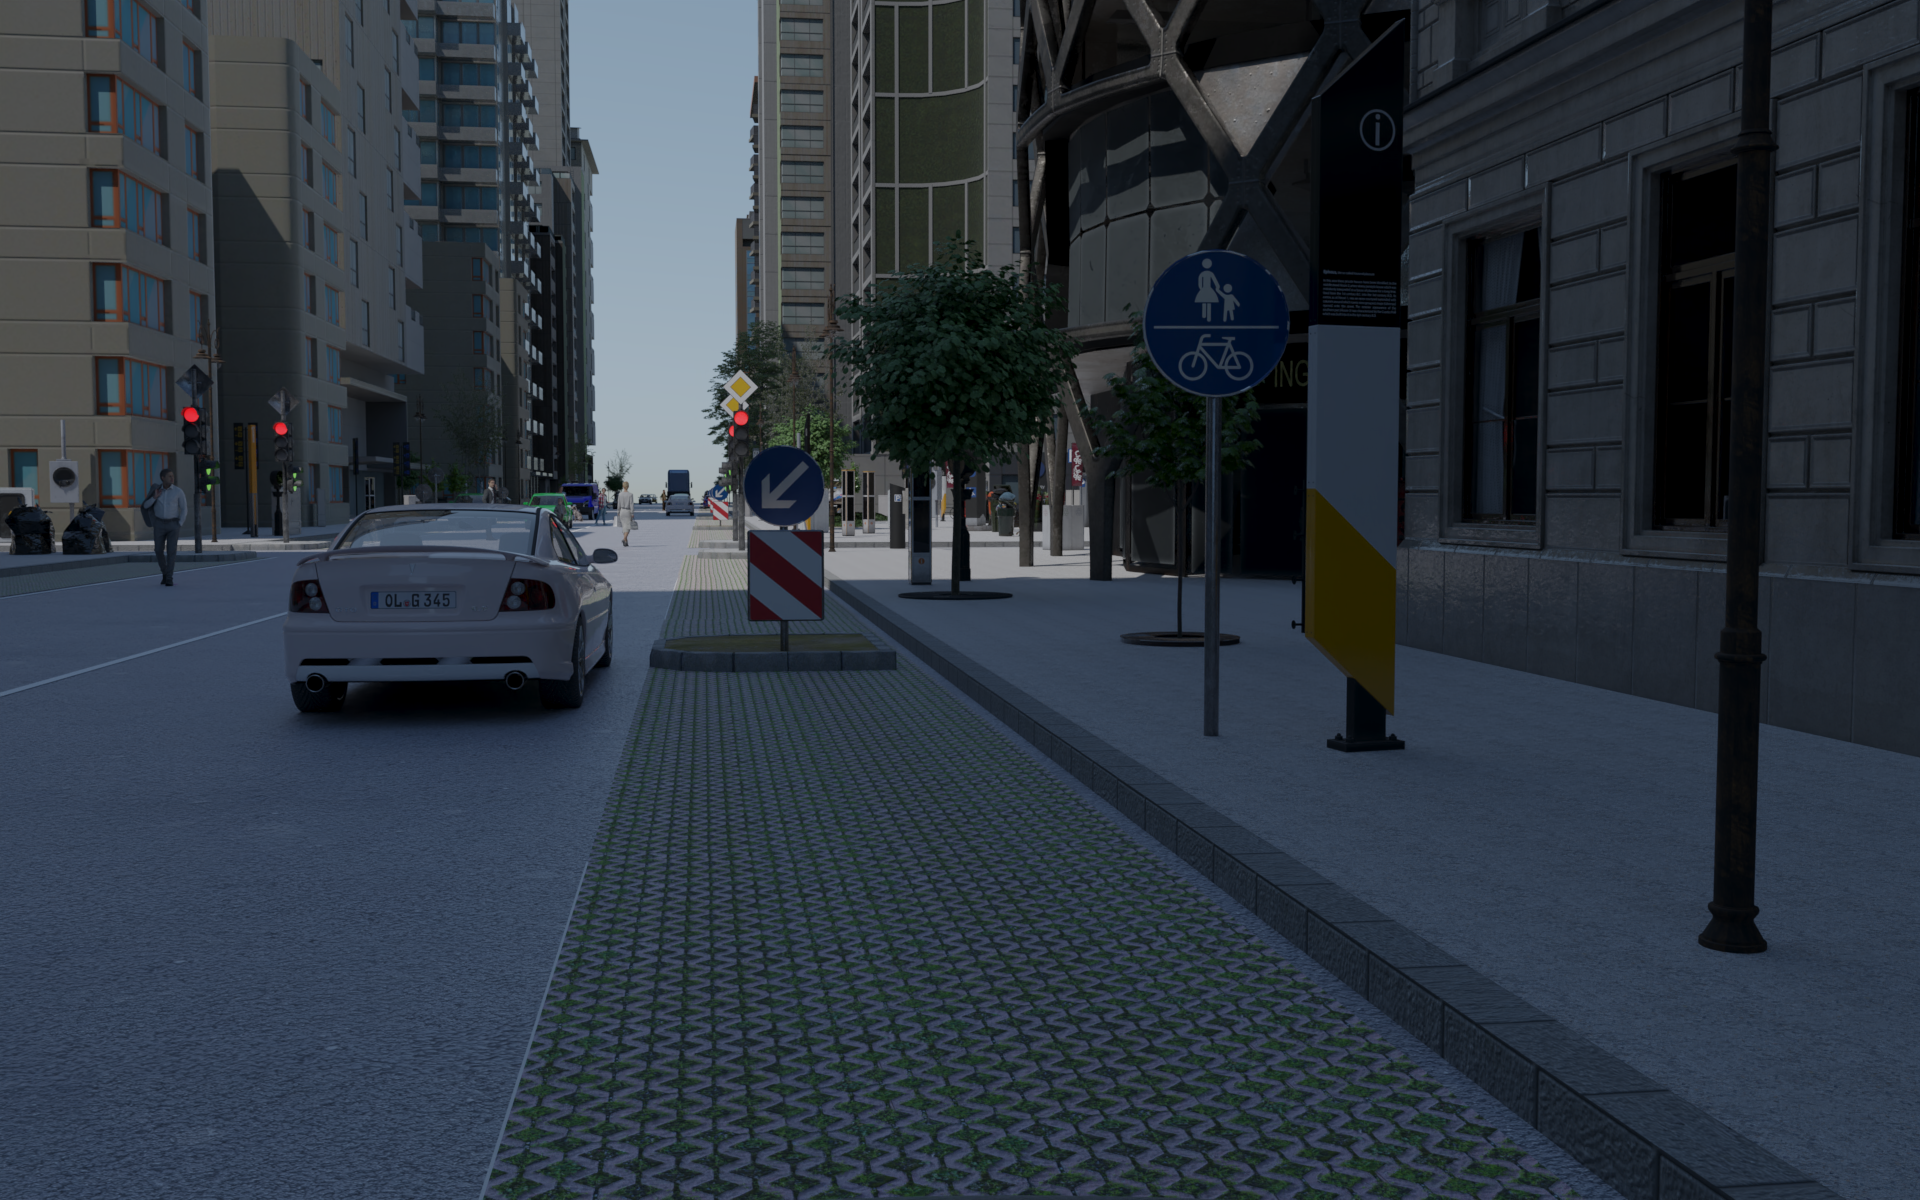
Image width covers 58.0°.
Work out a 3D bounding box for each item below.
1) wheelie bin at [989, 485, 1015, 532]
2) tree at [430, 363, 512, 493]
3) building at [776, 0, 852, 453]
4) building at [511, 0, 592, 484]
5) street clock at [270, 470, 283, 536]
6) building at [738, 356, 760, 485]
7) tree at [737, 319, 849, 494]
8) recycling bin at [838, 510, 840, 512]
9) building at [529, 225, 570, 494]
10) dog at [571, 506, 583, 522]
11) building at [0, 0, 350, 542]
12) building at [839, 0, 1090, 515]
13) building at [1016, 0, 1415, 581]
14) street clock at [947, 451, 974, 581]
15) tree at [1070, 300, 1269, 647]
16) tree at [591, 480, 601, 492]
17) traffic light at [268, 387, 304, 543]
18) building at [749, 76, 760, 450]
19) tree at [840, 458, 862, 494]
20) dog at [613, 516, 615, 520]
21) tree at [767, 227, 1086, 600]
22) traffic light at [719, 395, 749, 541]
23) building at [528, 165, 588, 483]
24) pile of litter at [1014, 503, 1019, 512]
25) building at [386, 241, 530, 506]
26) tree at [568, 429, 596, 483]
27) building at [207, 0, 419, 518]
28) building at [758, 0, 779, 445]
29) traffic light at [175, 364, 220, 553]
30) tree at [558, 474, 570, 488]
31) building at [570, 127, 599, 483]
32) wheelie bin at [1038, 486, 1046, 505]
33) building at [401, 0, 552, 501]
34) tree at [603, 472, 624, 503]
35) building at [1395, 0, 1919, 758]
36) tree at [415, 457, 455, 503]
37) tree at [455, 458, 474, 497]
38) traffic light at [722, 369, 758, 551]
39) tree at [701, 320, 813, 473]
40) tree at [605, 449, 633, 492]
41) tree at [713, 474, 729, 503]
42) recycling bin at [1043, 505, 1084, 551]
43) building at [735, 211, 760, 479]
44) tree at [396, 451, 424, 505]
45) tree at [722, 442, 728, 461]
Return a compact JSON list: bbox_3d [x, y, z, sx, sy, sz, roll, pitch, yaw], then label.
[{"bbox_3d":[1.428,-3.079,58.252,0.980,1.594,0.693,2,4,32],"label":"wheelie bin"},{"bbox_3d":[-27.918,-9.064,98.561,4.360,8.622,3.978,0,3,0],"label":"tree"},{"bbox_3d":[-6.930,-27.443,132.292,14.154,41.232,14.086,-1,4,-8],"label":"building"},{"bbox_3d":[-59.107,-48.159,225.656,20.563,71.187,20.611,-1,4,-8],"label":"building"},{"bbox_3d":[-20.837,-2.957,52.921,0.358,2.002,0.471,1,4,13],"label":"street clock"},{"bbox_3d":[-15.225,-23.502,229.299,27.650,21.520,28.899,-1,4,-8],"label":"building"},{"bbox_3d":[-6.818,-7.548,73.765,4.360,8.622,3.978,0,3,0],"label":"tree"},{"bbox_3d":[-7.228,-5.164,96.992,0.722,1.027,0.722,-3,4,-39],"label":"recycling bin"},{"bbox_3d":[-49.402,-25.218,184.022,14.160,30.474,14.107,-1,4,-8],"label":"building"},{"bbox_3d":[-19.832,-4.481,90.098,0.513,0.831,0.800,-3,5,-43],"label":"dog"},{"bbox_3d":[-38.167,-13.059,58.550,27.650,21.520,28.899,-1,4,-8],"label":"building"},{"bbox_3d":[1.892,-41.064,109.645,20.563,71.187,20.611,-1,4,-8],"label":"building"},{"bbox_3d":[9.200,-9.958,30.258,16.820,18.784,16.811,-1,4,-8],"label":"building"},{"bbox_3d":[0.033,-1.282,25.531,0.358,2.002,0.471,-2,4,-34],"label":"street clock"},{"bbox_3d":[1.773,-1.241,14.898,1.663,3.219,1.824,0,3,0],"label":"tree"},{"bbox_3d":[-44.073,-13.175,210.017,1.663,3.219,1.824,0,3,0],"label":"tree"},{"bbox_3d":[-17.670,-3.452,45.357,0.839,4.253,0.868,-1,4,-8],"label":"traffic light"},{"bbox_3d":[-10.787,-32.252,181.945,22.147,44.769,28.867,-1,4,-8],"label":"building"},{"bbox_3d":[-5.683,-6.007,92.822,1.663,3.219,1.824,0,3,0],"label":"tree"},{"bbox_3d":[-16.222,-3.793,82.205,0.748,0.427,0.550,-2,4,-34],"label":"dog"},{"bbox_3d":[-0.137,-2.309,21.471,4.285,4.588,4.351,0,3,0],"label":"tree"},{"bbox_3d":[-6.136,-3.557,47.072,0.839,4.253,0.868,-1,4,-8],"label":"traffic light"},{"bbox_3d":[-52.788,-32.154,209.305,14.154,41.232,14.086,-1,4,-8],"label":"building"},{"bbox_3d":[2.803,-5.073,96.909,1.719,0.858,1.176,-1,4,-14],"label":"pile of litter"},{"bbox_3d":[-48.385,-17.524,131.561,27.650,21.520,28.899,-1,4,-8],"label":"building"},{"bbox_3d":[-43.175,-14.997,195.555,4.737,8.622,4.395,0,3,0],"label":"tree"},{"bbox_3d":[-44.707,-30.820,93.153,28.713,52.752,27.495,-1,4,-8],"label":"building"},{"bbox_3d":[-7.230,-37.374,153.058,21.231,58.520,28.212,-1,4,-8],"label":"building"},{"bbox_3d":[-16.501,-2.969,37.457,0.839,4.253,0.868,-1,4,-8],"label":"traffic light"},{"bbox_3d":[-38.078,-10.564,167.323,1.663,3.219,1.824,0,3,0],"label":"tree"},{"bbox_3d":[-67.213,-40.443,250.488,28.713,52.752,27.495,-1,4,-8],"label":"building"},{"bbox_3d":[2.950,-3.770,69.547,0.980,1.594,0.693,-2,4,-35],"label":"wheelie bin"},{"bbox_3d":[-51.049,-33.096,160.732,23.786,49.044,30.456,-1,4,-8],"label":"building"},{"bbox_3d":[-51.372,-16.743,257.466,4.285,4.588,4.351,0,3,0],"label":"tree"},{"bbox_3d":[9.669,-8.660,6.222,10.561,19.102,19.286,-1,4,-8],"label":"building"},{"bbox_3d":[-27.680,-5.878,90.698,1.663,3.219,1.824,0,3,0],"label":"tree"},{"bbox_3d":[-27.194,-6.048,93.484,1.663,3.219,1.824,0,3,0],"label":"tree"},{"bbox_3d":[-4.968,-3.074,39.173,0.839,4.253,0.868,-1,4,-8],"label":"traffic light"},{"bbox_3d":[-13.193,-11.942,113.384,7.486,12.596,7.792,0,3,0],"label":"tree"},{"bbox_3d":[-54.352,-19.969,276.851,4.360,8.622,3.978,0,3,0],"label":"tree"},{"bbox_3d":[-35.506,-16.955,260.924,4.285,4.588,4.351,0,3,0],"label":"tree"},{"bbox_3d":[2.366,-1.658,39.655,0.722,1.027,0.722,-2,4,-30],"label":"recycling bin"},{"bbox_3d":[-28.296,-38.116,273.304,14.600,45.320,14.200,-1,4,-8],"label":"building"},{"bbox_3d":[-36.131,-7.834,111.798,4.285,4.588,4.351,0,3,0],"label":"tree"},{"bbox_3d":[-26.121,-15.608,205.556,4.360,8.622,3.978,0,3,0],"label":"tree"}]
